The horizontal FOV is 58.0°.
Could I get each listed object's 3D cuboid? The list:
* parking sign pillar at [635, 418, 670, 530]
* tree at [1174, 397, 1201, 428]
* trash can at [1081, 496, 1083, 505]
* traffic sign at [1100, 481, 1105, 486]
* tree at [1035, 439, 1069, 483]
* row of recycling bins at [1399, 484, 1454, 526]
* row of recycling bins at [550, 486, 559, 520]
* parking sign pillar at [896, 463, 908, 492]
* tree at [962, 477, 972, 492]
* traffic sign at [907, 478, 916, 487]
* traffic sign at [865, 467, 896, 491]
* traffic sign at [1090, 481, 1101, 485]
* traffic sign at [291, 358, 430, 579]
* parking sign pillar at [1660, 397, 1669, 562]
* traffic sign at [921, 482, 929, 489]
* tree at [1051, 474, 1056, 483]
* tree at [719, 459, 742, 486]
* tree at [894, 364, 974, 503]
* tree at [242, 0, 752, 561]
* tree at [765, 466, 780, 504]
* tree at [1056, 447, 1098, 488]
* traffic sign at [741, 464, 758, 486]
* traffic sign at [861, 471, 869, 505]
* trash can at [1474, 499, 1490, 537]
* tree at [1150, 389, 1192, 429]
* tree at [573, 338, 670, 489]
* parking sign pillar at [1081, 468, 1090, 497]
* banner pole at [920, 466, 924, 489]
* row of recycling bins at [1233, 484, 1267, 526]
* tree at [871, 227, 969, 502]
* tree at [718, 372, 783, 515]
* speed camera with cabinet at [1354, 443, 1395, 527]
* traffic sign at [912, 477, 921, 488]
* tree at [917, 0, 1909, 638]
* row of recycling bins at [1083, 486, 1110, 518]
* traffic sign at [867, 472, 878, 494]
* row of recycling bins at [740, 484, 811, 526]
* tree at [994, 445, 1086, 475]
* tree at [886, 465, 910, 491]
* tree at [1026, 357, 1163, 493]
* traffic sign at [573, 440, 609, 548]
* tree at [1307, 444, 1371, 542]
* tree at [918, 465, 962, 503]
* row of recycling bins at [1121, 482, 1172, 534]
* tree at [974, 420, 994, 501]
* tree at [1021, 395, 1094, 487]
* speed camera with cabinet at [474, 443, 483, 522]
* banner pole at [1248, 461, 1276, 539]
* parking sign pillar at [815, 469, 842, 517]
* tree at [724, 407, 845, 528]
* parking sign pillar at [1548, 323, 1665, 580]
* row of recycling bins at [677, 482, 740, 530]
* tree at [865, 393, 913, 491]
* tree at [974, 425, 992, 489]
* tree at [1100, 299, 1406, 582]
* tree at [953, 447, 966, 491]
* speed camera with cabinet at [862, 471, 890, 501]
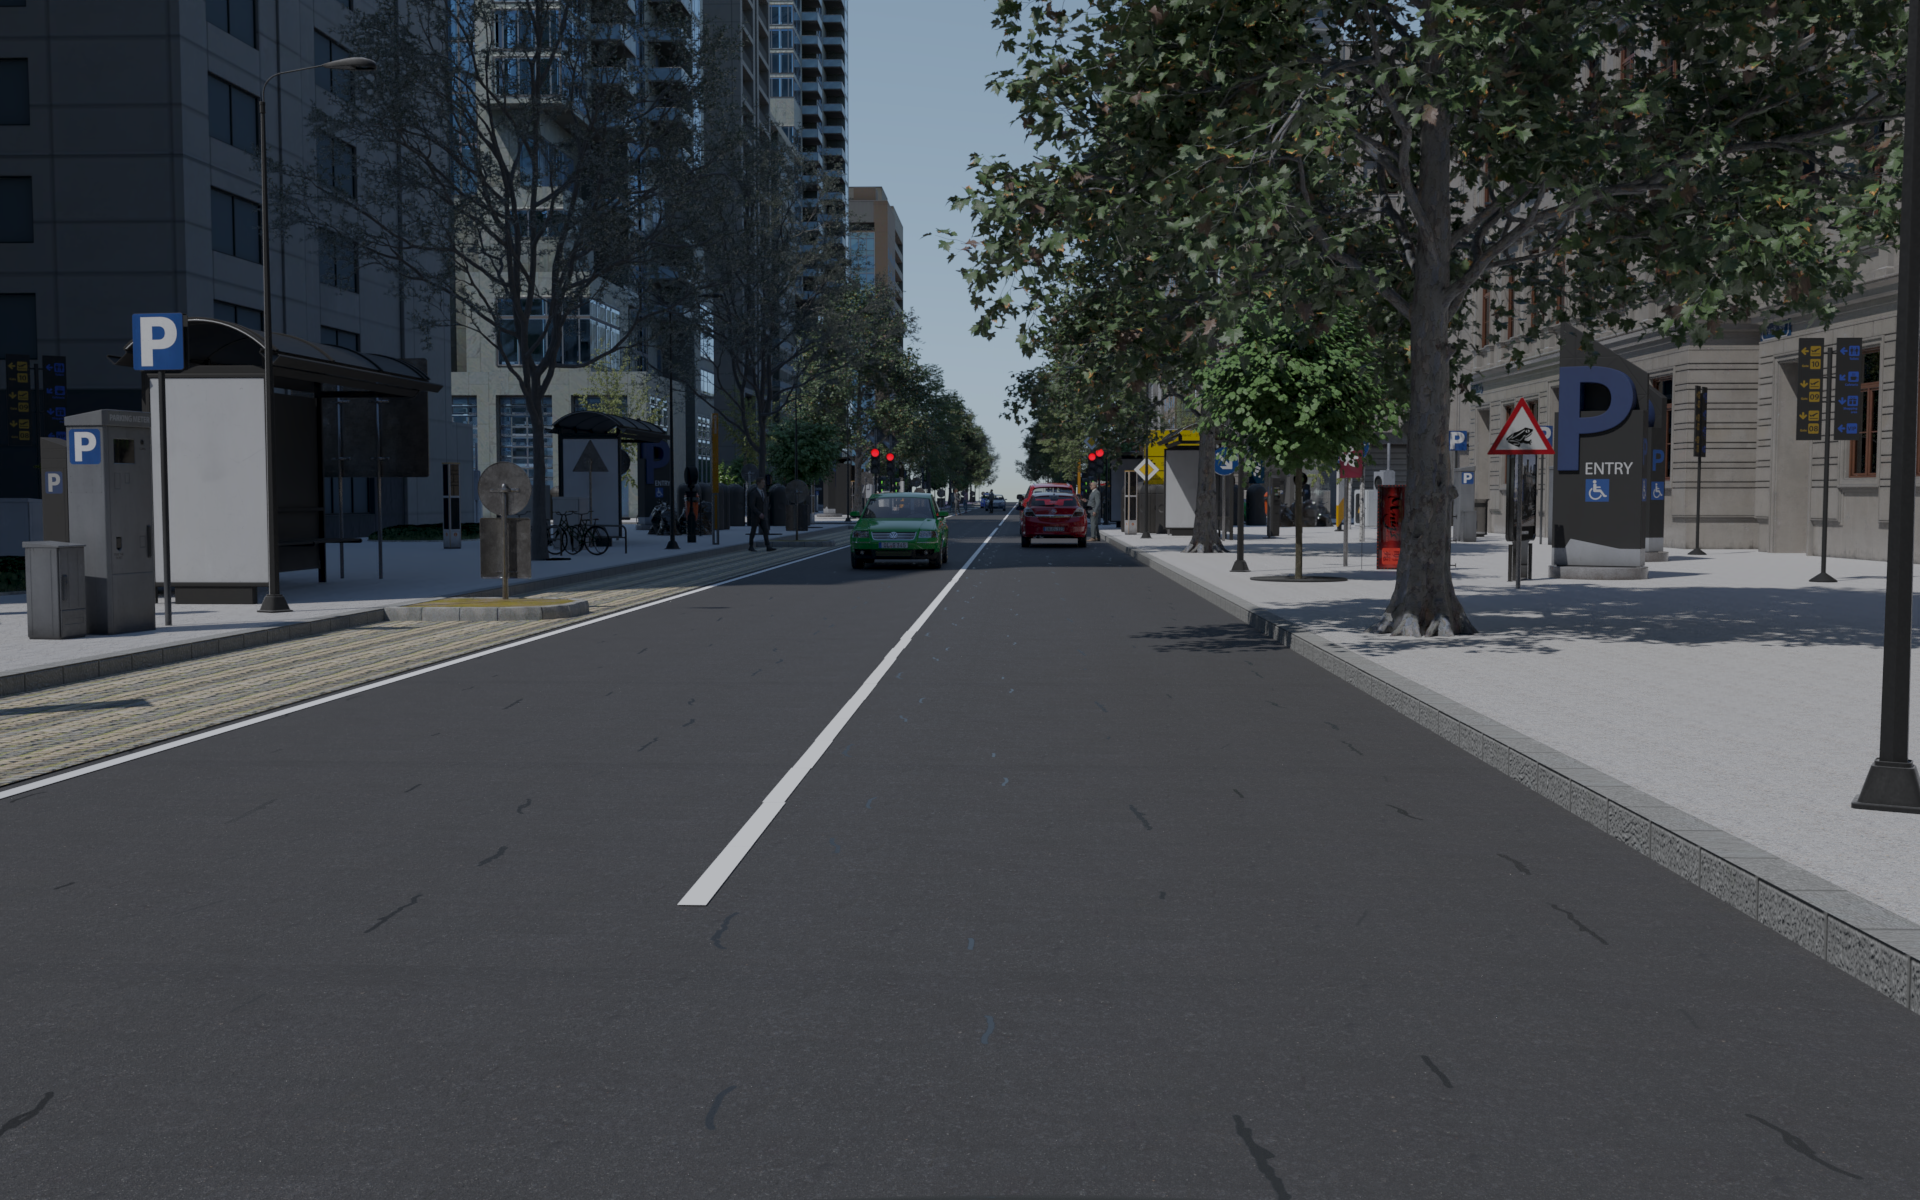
[{"bbox_3d":[-10.892,-4.493,61.938,1.447,3.967,1.447,3,5,42],"label":"parking sign pillar"},{"bbox_3d":[16.577,-10.688,125.116,4.737,8.622,4.395,0,3,0],"label":"tree"},{"bbox_3d":[8.587,-6.551,118.768,0.748,1.137,0.748,0,3,0],"label":"trash can"},{"bbox_3d":[8.410,-6.256,102.387,0.768,2.556,0.104,1,4,8],"label":"traffic sign"},{"bbox_3d":[9.750,-13.457,170.392,4.737,8.622,4.395,0,3,0],"label":"tree"},{"bbox_3d":[19.110,-3.817,69.516,3.534,1.692,1.069,2,4,24],"label":"row of recycling bins"},{"bbox_3d":[-20.955,-4.748,84.734,3.534,1.692,1.069,-2,4,-35],"label":"row of recycling bins"},{"bbox_3d":[-4.661,-8.830,132.845,1.447,3.967,1.447,-1,4,-22],"label":"parking sign pillar"},{"bbox_3d":[0.129,-15.140,231.259,4.285,4.588,4.351,0,3,0],"label":"tree"},{"bbox_3d":[-3.689,-7.736,126.492,0.884,2.594,0.081,0,4,6],"label":"traffic sign"},{"bbox_3d":[-5.681,-7.953,123.911,2.265,3.308,0.079,1,4,11],"label":"traffic sign"},{"bbox_3d":[7.870,-6.231,101.879,0.884,2.594,0.081,0,4,5],"label":"traffic sign"},{"bbox_3d":[-9.073,-1.975,26.162,2.265,3.308,0.079,1,4,12],"label":"traffic sign"},{"bbox_3d":[12.857,-2.736,33.205,1.447,3.967,1.447,-2,4,-28],"label":"parking sign pillar"},{"bbox_3d":[-2.857,-8.540,141.759,0.606,2.300,0.079,1,4,8],"label":"traffic sign"},{"bbox_3d":[11.276,-12.254,184.069,4.285,4.588,4.351,0,3,0],"label":"tree"},{"bbox_3d":[-13.066,-6.139,94.975,1.663,3.219,1.824,0,3,0],"label":"tree"},{"bbox_3d":[-3.098,-14.229,150.776,7.486,12.596,7.792,0,3,0],"label":"tree"},{"bbox_3d":[-8.113,-7.501,33.013,12.009,13.543,11.850,0,3,0],"label":"tree"},{"bbox_3d":[-12.923,-7.522,117.586,1.663,3.219,1.824,0,3,0],"label":"tree"},{"bbox_3d":[7.780,-6.157,84.378,4.285,4.588,4.351,0,3,0],"label":"tree"},{"bbox_3d":[-8.836,-4.446,72.802,0.768,2.556,0.104,1,4,9],"label":"traffic sign"},{"bbox_3d":[-5.340,-5.969,97.695,0.768,2.556,0.104,0,4,5],"label":"traffic sign"},{"bbox_3d":[15.460,-2.455,51.793,0.748,1.137,0.748,0,3,0],"label":"trash can"},{"bbox_3d":[14.008,-10.256,118.054,4.360,8.622,3.978,0,3,0],"label":"tree"},{"bbox_3d":[-16.225,-8.087,82.579,4.737,8.622,4.395,0,3,0],"label":"tree"},{"bbox_3d":[10.032,-8.976,135.229,1.447,3.967,1.447,-3,5,-39],"label":"parking sign pillar"},{"bbox_3d":[-3.066,-9.134,139.363,0.401,3.779,0.863,-2,4,-24],"label":"banner pole"},{"bbox_3d":[10.756,-3.896,70.814,3.534,1.692,1.069,1,4,10],"label":"row of recycling bins"},{"bbox_3d":[-6.305,-8.780,53.931,12.009,13.543,11.850,0,3,0],"label":"tree"},{"bbox_3d":[-12.801,-9.498,105.646,4.737,8.622,4.395,0,3,0],"label":"tree"},{"bbox_3d":[16.257,-4.502,67.948,0.660,3.252,2.038,-1,4,-19],"label":"speed camera with cabinet"},{"bbox_3d":[-3.267,-7.905,129.349,0.768,2.556,0.104,0,4,7],"label":"traffic sign"},{"bbox_3d":[4.390,-6.034,15.672,9.611,12.733,9.660,0,3,0],"label":"tree"},{"bbox_3d":[7.814,-5.212,92.329,1.069,1.692,3.534,-2,4,-35],"label":"row of recycling bins"},{"bbox_3d":[-4.850,-5.941,97.235,0.768,2.556,0.104,0,4,5],"label":"traffic sign"},{"bbox_3d":[-7.708,-3.812,69.435,3.534,1.692,1.069,-1,4,-23],"label":"row of recycling bins"},{"bbox_3d":[13.370,-20.182,240.342,12.009,13.543,11.850,0,3,0],"label":"tree"},{"bbox_3d":[-4.159,-7.298,113.927,1.663,3.219,1.824,0,3,0],"label":"tree"},{"bbox_3d":[7.748,-10.854,95.590,7.486,12.596,7.792,0,3,0],"label":"tree"},{"bbox_3d":[-8.854,-2.538,41.506,0.884,2.594,0.081,0,4,5],"label":"traffic sign"},{"bbox_3d":[10.584,-5.875,46.417,4.737,8.622,4.395,0,3,0],"label":"tree"},{"bbox_3d":[-2.486,-11.511,171.922,4.285,4.588,4.351,0,3,0],"label":"tree"},{"bbox_3d":[6.264,-3.053,57.037,1.069,1.692,3.534,-1,4,-18],"label":"row of recycling bins"},{"bbox_3d":[1.167,-21.947,269.194,12.009,13.543,11.850,0,3,0],"label":"tree"},{"bbox_3d":[7.906,-11.729,126.177,7.601,10.594,8.767,-2,4,-24],"label":"tree"},{"bbox_3d":[-19.105,-4.503,67.958,0.660,3.252,2.038,-1,4,-12],"label":"speed camera with cabinet"},{"bbox_3d":[8.728,-3.669,50.008,0.863,3.779,0.401,2,4,27],"label":"banner pole"},{"bbox_3d":[-7.311,-6.631,96.895,1.447,3.967,1.447,-1,4,-16],"label":"parking sign pillar"},{"bbox_3d":[-5.956,-5.005,65.538,4.285,4.588,4.351,0,3,0],"label":"tree"},{"bbox_3d":[9.754,-2.318,26.373,1.447,3.967,1.447,2,4,32],"label":"parking sign pillar"},{"bbox_3d":[-9.021,-3.316,61.329,1.069,1.692,3.534,1,4,14],"label":"row of recycling bins"},{"bbox_3d":[-4.824,-10.301,118.790,4.360,8.622,3.978,0,3,0],"label":"tree"},{"bbox_3d":[0.633,-20.414,251.897,7.486,12.596,7.792,0,3,0],"label":"tree"},{"bbox_3d":[5.009,-2.573,25.775,4.285,4.588,4.351,0,3,0],"label":"tree"},{"bbox_3d":[-0.664,-15.891,210.182,4.737,8.622,4.395,0,3,0],"label":"tree"},{"bbox_3d":[-5.101,-6.886,106.914,2.038,3.252,0.660,-2,4,-34],"label":"speed camera with cabinet"}]
